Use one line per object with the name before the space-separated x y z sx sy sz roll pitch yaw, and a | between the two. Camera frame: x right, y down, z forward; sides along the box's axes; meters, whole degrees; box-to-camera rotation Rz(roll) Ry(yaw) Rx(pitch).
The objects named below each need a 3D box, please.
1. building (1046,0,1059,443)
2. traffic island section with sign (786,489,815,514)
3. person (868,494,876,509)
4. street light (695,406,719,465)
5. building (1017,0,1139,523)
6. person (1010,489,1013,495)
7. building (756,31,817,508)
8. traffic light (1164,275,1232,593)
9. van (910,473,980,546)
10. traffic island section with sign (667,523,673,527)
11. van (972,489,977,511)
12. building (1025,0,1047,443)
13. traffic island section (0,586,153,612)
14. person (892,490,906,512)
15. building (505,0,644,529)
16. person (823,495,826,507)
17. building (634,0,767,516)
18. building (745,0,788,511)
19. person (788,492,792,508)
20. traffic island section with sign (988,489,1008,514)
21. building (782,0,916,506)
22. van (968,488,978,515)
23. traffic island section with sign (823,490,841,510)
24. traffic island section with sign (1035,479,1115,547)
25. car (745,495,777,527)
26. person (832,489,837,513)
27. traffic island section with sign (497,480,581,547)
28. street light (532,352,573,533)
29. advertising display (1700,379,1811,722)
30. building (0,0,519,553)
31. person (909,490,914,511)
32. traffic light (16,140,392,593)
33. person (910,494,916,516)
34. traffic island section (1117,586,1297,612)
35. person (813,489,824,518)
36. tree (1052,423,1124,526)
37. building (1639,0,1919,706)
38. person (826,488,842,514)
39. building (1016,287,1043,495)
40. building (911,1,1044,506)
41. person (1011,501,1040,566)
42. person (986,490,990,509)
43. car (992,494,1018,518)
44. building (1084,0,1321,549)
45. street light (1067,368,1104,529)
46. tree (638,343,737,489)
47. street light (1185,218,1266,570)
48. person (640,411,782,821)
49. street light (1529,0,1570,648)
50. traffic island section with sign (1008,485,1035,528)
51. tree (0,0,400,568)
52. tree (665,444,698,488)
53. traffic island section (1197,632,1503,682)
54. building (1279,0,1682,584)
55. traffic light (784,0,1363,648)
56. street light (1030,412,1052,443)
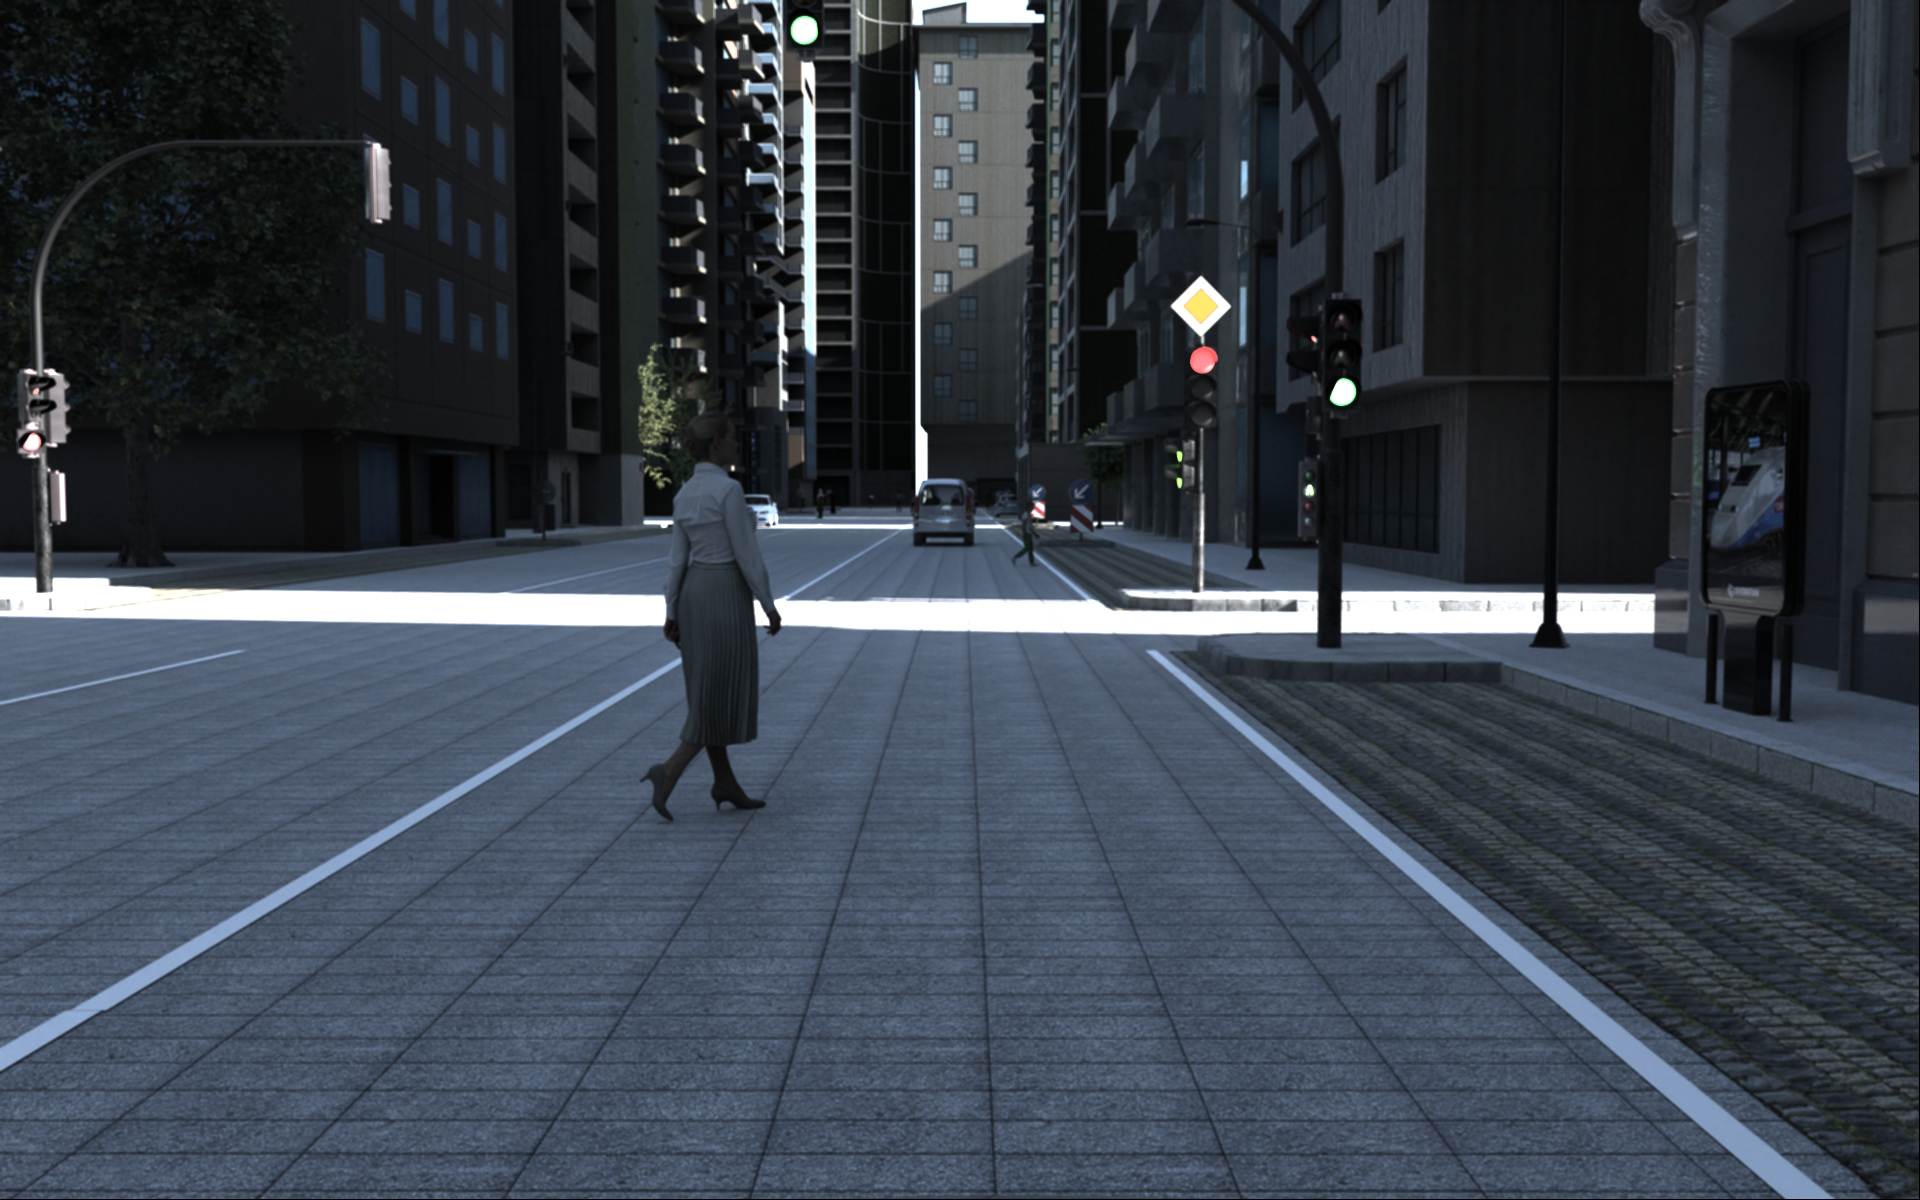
building | 12.336 -25.949 107.868 14.154 41.232 14.086 0 3 0
traffic island section with sign | -11.480 -7.125 125.128 1.989 1.847 2.006 0 3 0
person | -8.780 -9.799 171.897 0.628 1.438 0.799 1 4 22
street light | -13.371 -7.252 91.112 1.470 5.913 1.316 0 3 0
building | 13.459 -39.555 84.981 20.563 71.187 20.611 0 3 0
person | 5.135 -10.134 171.744 0.705 1.823 1.348 0 4 -5
building | -21.509 -31.555 166.035 14.200 45.320 14.600 0 3 0
traffic light | 3.075 -2.048 22.400 0.839 4.253 0.868 0 3 0
van | -0.435 -2.571 49.043 2.013 2.044 4.112 0 4 1
traffic island section with sign | -11.542 -4.055 74.926 1.989 1.847 2.006 0 3 0
van | 0.527 -8.597 147.568 2.013 2.044 4.112 0 4 -1
building | 16.159 -29.060 129.759 22.147 44.769 28.867 0 3 0
traffic island section | -11.926 -0.016 22.535 2.009 0.180 2.903 0 3 0
person | -4.946 -7.984 139.748 1.217 1.736 0.721 1 4 15
building | -20.469 -17.993 65.890 14.160 30.474 14.107 0 3 0
person | -13.732 -10.028 173.197 0.799 1.438 0.628 -1 4 -21
building | -24.513 -27.983 112.140 22.147 44.769 28.867 0 3 0
building | -24.908 -50.647 140.744 22.319 86.520 31.000 0 3 0
person | -15.929 -9.331 159.151 0.990 1.755 0.434 1 4 17
traffic island section with sign | 3.235 -7.079 124.365 1.989 1.847 2.006 0 3 0
building | -15.355 -46.014 190.577 20.611 71.187 20.563 0 3 0
van | 0.262 -7.039 122.101 2.013 2.044 4.112 0 4 1
traffic island section with sign | -11.457 -8.774 152.083 1.989 1.847 2.006 0 3 0
traffic island section with sign | 3.146 -2.354 47.112 1.989 1.847 2.006 0 3 0
car | -9.142 -3.988 77.198 2.014 1.417 4.499 0 4 -1
person | -9.317 -7.348 128.276 0.705 1.869 1.348 -1 4 -11
traffic island section with sign | -11.575 -2.400 47.866 1.989 1.847 2.006 0 3 0
street light | -13.338 -5.151 56.767 1.470 5.913 1.316 0 3 0
advertising display | 4.634 -0.302 10.146 0.123 1.923 0.974 0 4 -3
building | -20.043 -24.050 43.324 14.600 45.320 14.200 0 3 0
person | -4.031 -8.390 146.227 0.434 1.755 0.990 3 5 43
traffic light | -9.794 -2.921 22.433 4.771 5.953 1.251 0 3 0
person | -2.999 -6.161 112.467 0.421 1.427 0.697 -2 4 -23
traffic island section | 3.115 -0.014 22.514 2.009 0.180 2.903 0 3 0
person | -8.404 -5.743 103.136 0.721 1.736 1.217 -2 4 -31
tree | 6.343 -5.331 70.877 4.285 4.588 4.351 0 3 0
building | 12.007 -13.333 3.900 13.634 28.700 20.117 0 3 0
person | -9.071 -7.092 124.081 1.348 1.869 0.705 2 4 27
building | 19.419 -19.229 159.431 27.650 21.520 28.899 0 3 0
building | 8.702 -37.058 195.129 27.495 52.752 28.713 0 3 0
person | 1.304 -1.326 34.433 0.590 1.304 0.306 -1 4 -9
person | 2.557 -8.875 154.135 0.721 1.766 1.217 1 4 9
car | 2.987 -5.692 105.059 2.014 1.417 4.499 0 4 -1
building | 16.293 -26.457 52.183 23.786 49.044 30.456 0 3 0
street light | 4.614 -5.581 63.798 1.470 5.913 1.316 0 3 0
tree | -13.623 -8.334 86.623 4.737 8.622 4.395 0 3 0
street light | 4.493 -3.474 29.348 1.470 5.913 1.316 0 3 0
person | -1.129 0.064 7.677 0.641 1.798 0.478 -2 4 -33
street light | 4.420 -2.560 14.400 1.470 5.913 1.316 0 3 0
traffic island section with sign | 3.166 -4.002 74.067 1.989 1.847 2.006 0 3 0
tree | -14.560 -6.923 30.203 9.611 12.733 9.660 0 3 0
tree | -14.854 -6.913 96.741 4.285 4.588 4.351 0 3 0
traffic island section | 3.106 0.474 14.528 2.009 0.180 2.903 0 3 0
building | 13.157 -15.610 26.927 14.107 30.474 14.160 0 3 0
traffic light | 0.974 -2.422 14.276 4.771 5.953 1.251 0 3 0
street light | 4.616 -7.645 97.544 1.470 5.913 1.316 0 3 0
